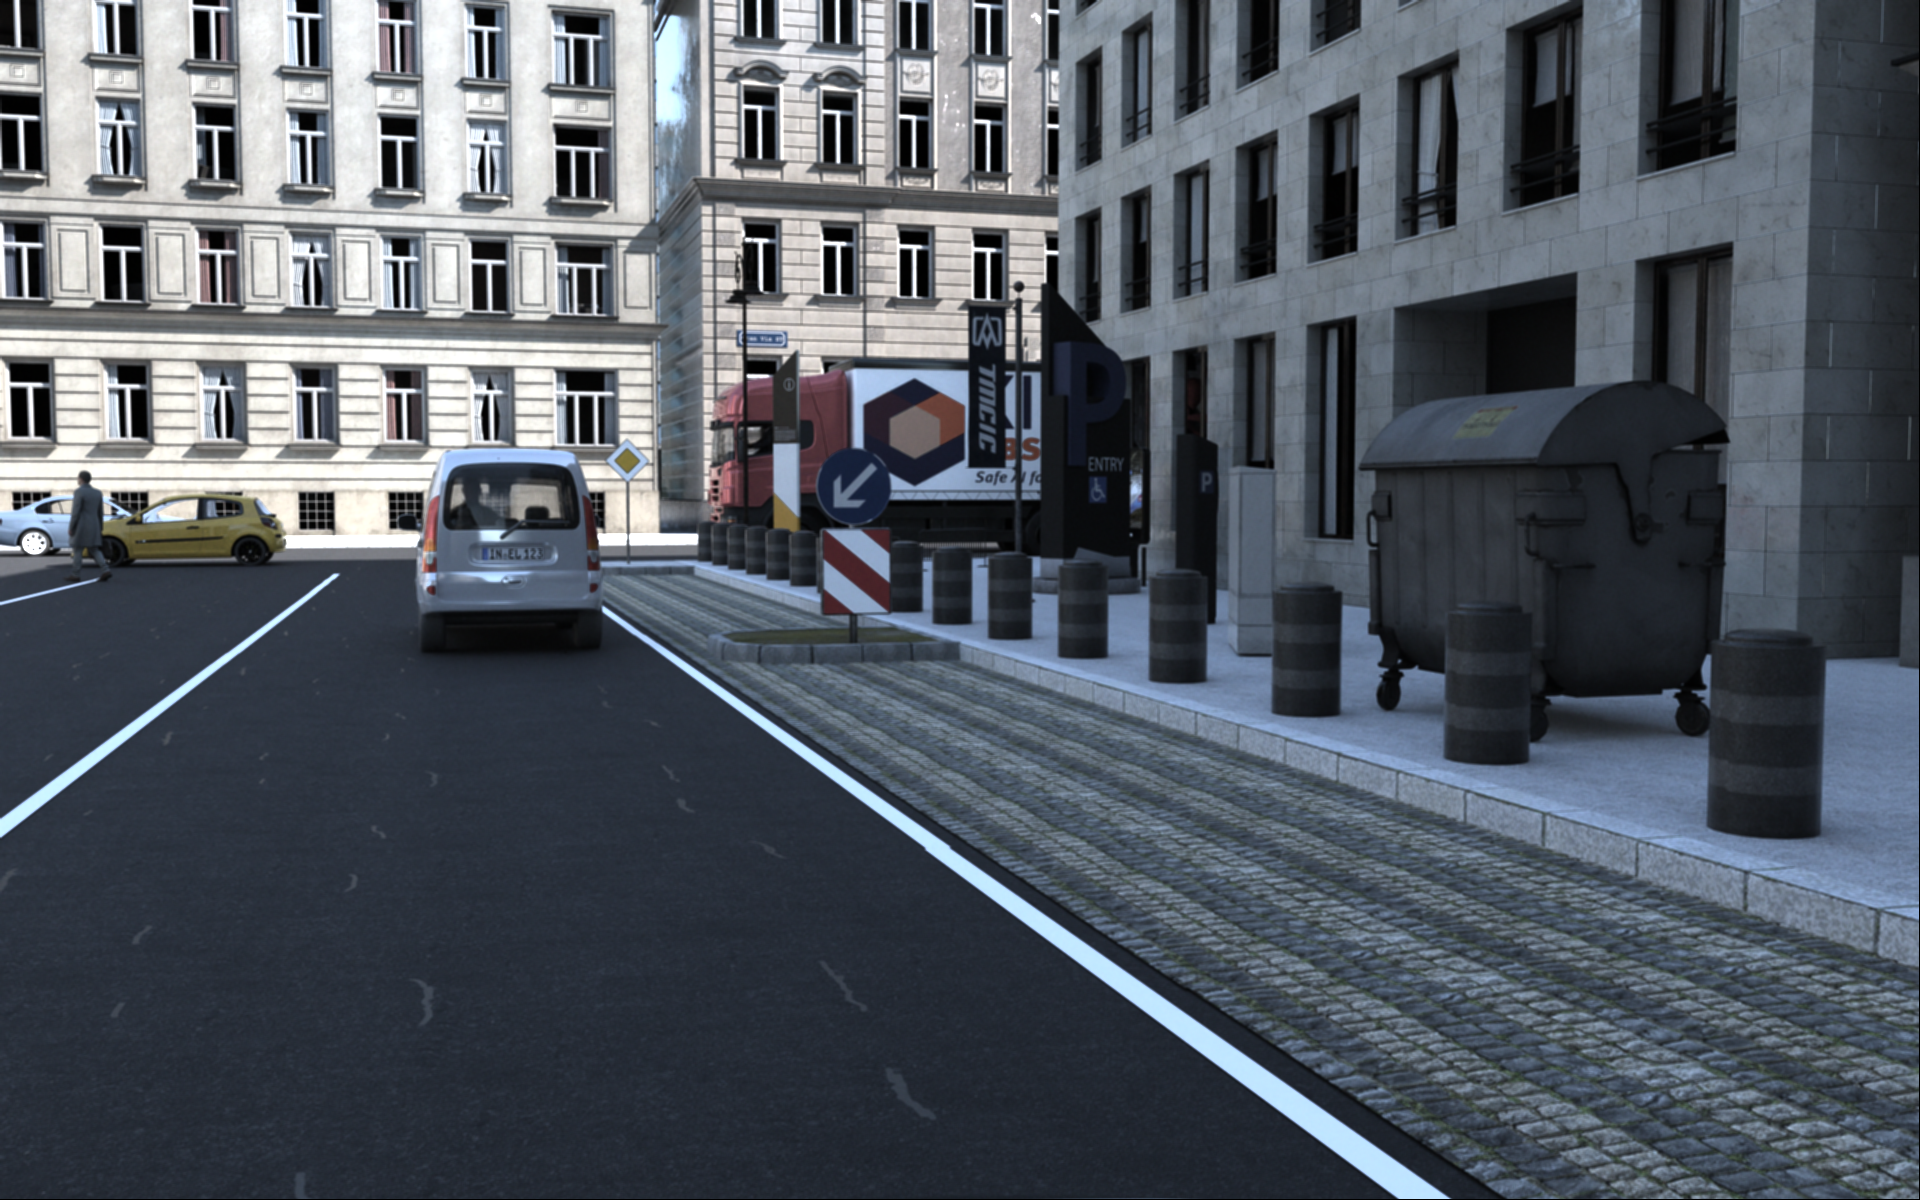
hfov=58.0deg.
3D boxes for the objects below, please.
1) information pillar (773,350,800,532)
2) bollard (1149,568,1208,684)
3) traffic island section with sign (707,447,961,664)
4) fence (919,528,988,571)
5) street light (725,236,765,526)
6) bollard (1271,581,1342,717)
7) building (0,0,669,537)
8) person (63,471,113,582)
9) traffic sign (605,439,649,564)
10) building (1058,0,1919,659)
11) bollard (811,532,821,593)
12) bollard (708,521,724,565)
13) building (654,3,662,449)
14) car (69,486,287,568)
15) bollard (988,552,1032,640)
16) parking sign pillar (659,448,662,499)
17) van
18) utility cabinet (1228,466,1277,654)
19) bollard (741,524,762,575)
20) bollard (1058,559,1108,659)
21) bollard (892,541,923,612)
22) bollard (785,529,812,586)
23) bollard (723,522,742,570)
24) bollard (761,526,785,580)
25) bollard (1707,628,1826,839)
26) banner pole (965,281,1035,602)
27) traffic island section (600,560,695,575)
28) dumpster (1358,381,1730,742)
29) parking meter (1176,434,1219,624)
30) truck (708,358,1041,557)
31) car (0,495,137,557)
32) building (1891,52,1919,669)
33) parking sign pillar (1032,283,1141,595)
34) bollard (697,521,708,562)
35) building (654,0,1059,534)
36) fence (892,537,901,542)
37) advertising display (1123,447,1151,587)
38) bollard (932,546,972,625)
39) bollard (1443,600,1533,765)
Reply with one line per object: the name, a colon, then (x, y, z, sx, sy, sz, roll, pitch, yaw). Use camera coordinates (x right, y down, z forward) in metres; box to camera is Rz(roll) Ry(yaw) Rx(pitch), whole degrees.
information pillar: (-2.828, -2.264, 28.366, 0.504, 3.616, 0.183, 2, 4, 28)
bollard: (1.497, 0.173, 11.896, 0.404, 0.777, 0.398, 0, 3, 0)
traffic island section with sign: (-1.218, -0.421, 15.509, 1.989, 1.847, 2.006, -1, 4, -17)
fence: (-0.115, -0.875, 29.684, 0.278, 0.683, 2.069, 2, 4, 34)
street light: (-3.880, -3.578, 31.293, 0.468, 5.910, 1.993, -1, 4, -17)
bollard: (2.026, 0.281, 10.123, 0.404, 0.777, 0.398, 0, 3, 0)
building: (-25.306, -13.725, 57.689, 30.059, 22.955, 16.112, -1, 4, -17)
person: (-14.327, -1.210, 28.390, 0.767, 1.812, 0.694, 1, 4, 15)
traffic sign: (-6.076, -1.714, 31.665, 0.795, 2.450, 0.064, -1, 4, -17)
building: (9.022, -10.244, 22.238, 10.420, 20.320, 16.860, -1, 4, -17)
bollard: (-1.657, -0.474, 22.466, 0.404, 0.777, 0.398, 0, 3, 0)
bollard: (-4.280, -1.013, 31.280, 0.404, 0.777, 0.398, 0, 3, 0)
building: (-19.772, -36.348, 136.294, 21.231, 58.520, 28.212, -1, 4, -17)
car: (-15.691, -1.505, 34.838, 3.980, 1.641, 2.015, -1, 4, -16)
bollard: (0.446, -0.042, 15.410, 0.404, 0.777, 0.398, 0, 3, 0)
parking sign pillar: (-12.551, -5.293, 75.011, 1.447, 3.967, 1.447, -1, 4, -15)
van: (-4.552, -0.626, 17.255, 2.013, 2.044, 4.112, -1, 4, -17)
utility cabinet: (2.398, -0.337, 14.188, 0.318, 1.500, 1.173, 0, 4, 5)
bollard: (-3.234, -0.798, 27.756, 0.404, 0.777, 0.398, 0, 3, 0)
bollard: (0.970, 0.065, 13.652, 0.404, 0.777, 0.398, 0, 3, 0)
bollard: (-0.603, -0.258, 18.935, 0.404, 0.777, 0.398, 0, 3, 0)
bollard: (-2.180, -0.582, 24.229, 0.404, 0.777, 0.398, 0, 3, 0)
bollard: (-3.756, -0.905, 29.514, 0.404, 0.777, 0.398, 0, 3, 0)
bollard: (-2.706, -0.689, 25.986, 0.404, 0.777, 0.398, 0, 3, 0)
bollard: (3.074, 0.496, 6.609, 0.404, 0.777, 0.398, 0, 3, 0)
banner pole: (0.473, -1.859, 20.406, 0.863, 3.779, 0.401, -1, 4, -18)
traffic island section: (-6.055, -0.579, 31.748, 2.009, 0.180, 2.903, -1, 4, -17)
dumpster: (3.233, -0.242, 9.710, 1.264, 1.857, 1.865, -1, 4, -17)
parking meter: (2.338, -0.696, 17.086, 0.399, 1.863, 0.255, -3, 5, -43)
truck: (-0.367, -2.966, 37.404, 11.283, 4.237, 2.839, -1, 4, -16)
car: (-20.269, -1.764, 40.849, 4.499, 1.417, 2.014, -1, 4, -18)
building: (14.083, -8.583, 4.957, 10.561, 19.102, 19.286, -1, 4, -17)
parking sign pillar: (1.647, -2.086, 22.583, 1.447, 3.967, 1.447, -3, 5, -43)
bollard: (-4.804, -1.121, 33.037, 0.404, 0.777, 0.398, 0, 3, 0)
building: (1.848, -16.253, 63.000, 25.104, 27.353, 12.463, -1, 4, -17)
fence: (-1.278, -0.586, 24.957, 0.278, 0.683, 2.069, -2, 4, -27)
advertising display: (2.367, -1.170, 24.351, 0.123, 1.923, 0.974, -2, 4, -26)
bollard: (-0.076, -0.150, 17.176, 0.404, 0.777, 0.398, 0, 3, 0)
bollard: (2.549, 0.388, 8.366, 0.404, 0.777, 0.398, 0, 3, 0)
